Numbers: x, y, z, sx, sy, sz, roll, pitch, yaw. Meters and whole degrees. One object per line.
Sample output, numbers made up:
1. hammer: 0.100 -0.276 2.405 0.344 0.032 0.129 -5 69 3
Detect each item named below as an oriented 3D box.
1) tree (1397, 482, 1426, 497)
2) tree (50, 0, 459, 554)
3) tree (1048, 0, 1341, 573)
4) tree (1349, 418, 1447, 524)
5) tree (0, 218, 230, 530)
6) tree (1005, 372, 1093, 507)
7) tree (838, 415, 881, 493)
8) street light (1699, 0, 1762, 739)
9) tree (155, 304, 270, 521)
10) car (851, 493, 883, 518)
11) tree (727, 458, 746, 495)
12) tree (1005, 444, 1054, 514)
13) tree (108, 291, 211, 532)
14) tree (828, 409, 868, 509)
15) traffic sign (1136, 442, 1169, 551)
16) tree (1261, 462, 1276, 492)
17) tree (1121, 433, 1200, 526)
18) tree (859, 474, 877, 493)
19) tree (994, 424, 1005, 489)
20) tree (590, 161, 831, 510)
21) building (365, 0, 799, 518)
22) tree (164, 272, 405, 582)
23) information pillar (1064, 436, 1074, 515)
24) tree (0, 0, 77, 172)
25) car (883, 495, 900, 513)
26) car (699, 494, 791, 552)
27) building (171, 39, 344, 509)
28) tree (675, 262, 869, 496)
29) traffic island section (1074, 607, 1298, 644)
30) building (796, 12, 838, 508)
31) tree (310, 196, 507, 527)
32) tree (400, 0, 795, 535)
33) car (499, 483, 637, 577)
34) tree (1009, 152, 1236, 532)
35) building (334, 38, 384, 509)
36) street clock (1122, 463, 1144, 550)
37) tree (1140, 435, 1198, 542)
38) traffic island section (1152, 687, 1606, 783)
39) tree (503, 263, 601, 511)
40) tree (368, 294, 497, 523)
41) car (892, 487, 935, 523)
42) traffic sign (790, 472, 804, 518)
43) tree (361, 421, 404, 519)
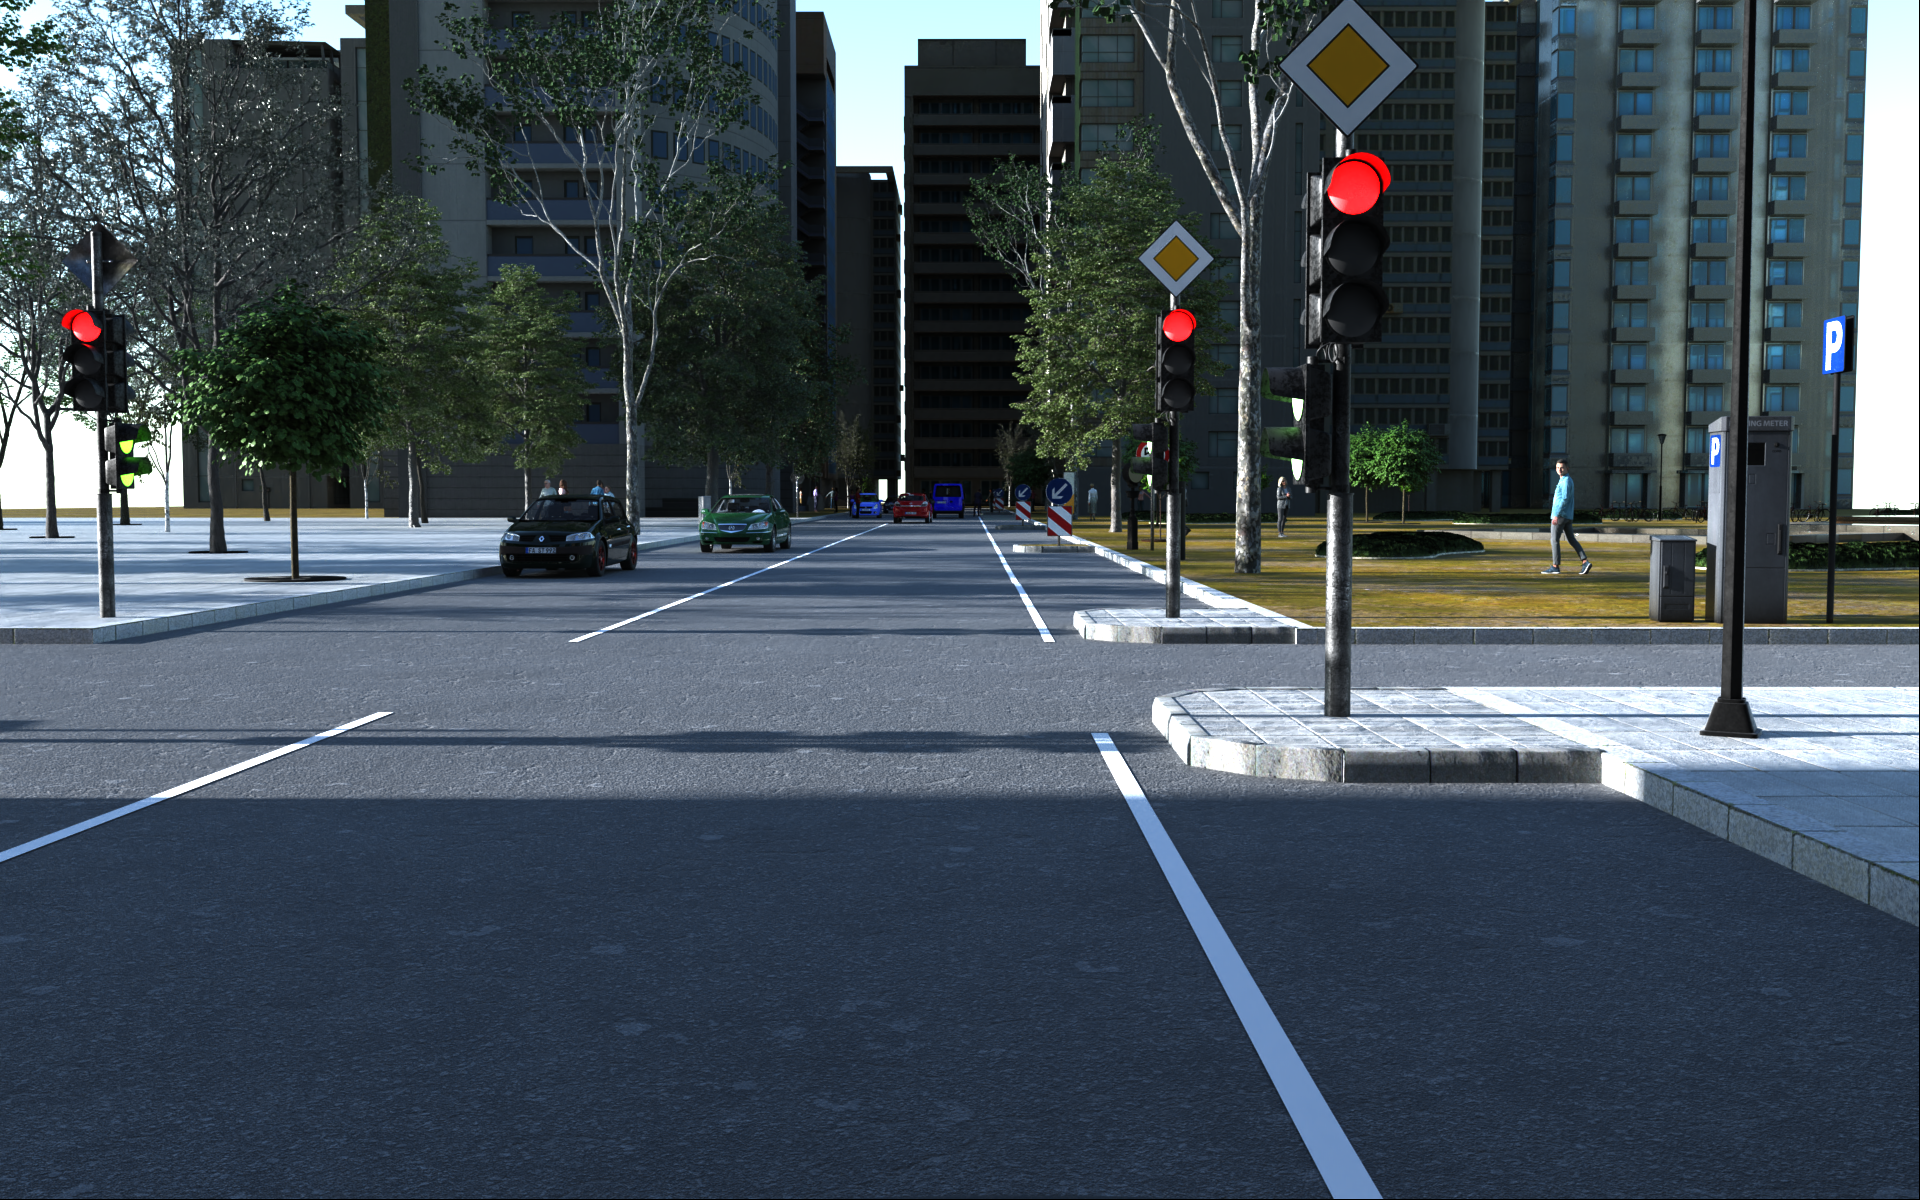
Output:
1. tree: 23.914 -5.967 92.167 1.663 3.219 1.824 0 3 0
2. tree: -16.234 -7.752 37.110 12.009 13.543 11.850 0 3 0
3. tree: 3.482 -10.554 28.451 12.611 20.169 13.585 0 3 0
4. tree: 19.079 -5.532 74.160 4.285 4.588 4.351 0 3 0
5. tree: -34.405 -8.903 71.325 9.928 11.665 9.643 0 3 0
6. tree: 5.490 -8.949 96.674 4.360 8.622 3.978 0 3 0
7. tree: -9.073 -12.709 158.161 4.737 8.622 4.395 0 3 0
8. street light: 3.580 -2.235 9.090 1.470 5.913 1.316 0 4 0
9. tree: -33.236 -9.037 82.165 7.601 10.594 8.767 2 4 25
10. car: -5.545 -5.734 103.344 1.945 1.707 3.694 0 4 -1
11. tree: -11.822 -8.596 90.899 4.360 8.622 3.978 0 3 0
12. tree: 4.592 -7.986 114.285 4.285 4.588 4.351 0 3 0
13. tree: -27.111 -6.616 58.537 4.360 8.622 3.978 0 3 0
14. tree: -9.736 -12.192 149.696 4.360 8.622 3.978 0 3 0
15. traffic sign: 4.360 -2.391 39.200 0.768 2.556 0.104 0 4 3
16. tree: 15.589 -5.916 91.334 1.663 3.219 1.824 0 3 0
17. tree: 7.806 -5.223 69.104 4.285 4.588 4.351 0 3 0
18. tree: -9.043 -10.625 168.322 1.663 3.219 1.824 0 3 0
19. tree: 5.078 -13.484 170.824 4.360 8.622 3.978 0 3 0
20. tree: -9.796 -9.888 68.319 9.857 13.997 8.962 0 3 0
21. building: -21.909 -34.514 106.307 21.231 58.520 28.212 0 4 0
22. tree: -9.848 -2.571 25.754 4.285 4.588 4.351 0 3 0
23. information pillar: 4.149 -4.572 66.100 0.504 3.616 0.183 -3 5 -39
24. tree: -16.699 -6.033 24.400 9.928 11.665 9.643 0 3 0
25. car: -4.806 -7.118 128.964 1.945 1.354 3.894 0 4 0
26. car: -5.414 -1.975 44.083 2.131 1.459 4.920 0 4 2
27. building: -62.210 -29.116 159.642 14.086 41.232 14.154 0 4 0
28. tree: -9.185 -10.179 83.430 9.611 12.733 9.660 0 3 0
29. traffic island section: 2.236 0.261 18.018 2.009 0.180 2.903 0 4 0
30. building: -18.976 -31.165 159.659 14.200 45.320 14.600 0 4 0
31. tree: -21.486 -9.070 66.423 7.486 12.596 7.792 0 3 0
32. tree: -11.170 -12.045 52.826 12.611 20.169 13.585 0 3 0
33. car: -7.026 -1.316 31.302 2.009 1.686 4.222 0 4 2
34. tree: 5.675 -8.553 57.976 7.486 12.596 7.792 0 3 0
35. building: -47.278 -29.094 159.287 14.086 41.232 14.154 0 4 0
36. street clock: 3.980 -2.161 39.903 0.471 2.002 0.358 -2 4 -35
37. tree: 5.311 -3.180 46.602 1.663 3.219 1.824 0 3 0
38. traffic island section: 2.207 0.749 10.033 2.009 0.180 2.903 0 4 0
39. tree: -21.652 -10.263 85.925 7.486 12.596 7.792 0 3 0
40. tree: -23.865 -8.661 76.020 7.601 10.594 8.767 1 4 18
41. car: -2.320 -4.719 86.193 2.155 1.783 4.494 0 4 2
42. traffic sign: -8.729 -5.678 92.940 0.768 2.556 0.104 0 4 6
43. tree: -30.998 -8.574 90.549 4.360 8.622 3.978 0 3 0
